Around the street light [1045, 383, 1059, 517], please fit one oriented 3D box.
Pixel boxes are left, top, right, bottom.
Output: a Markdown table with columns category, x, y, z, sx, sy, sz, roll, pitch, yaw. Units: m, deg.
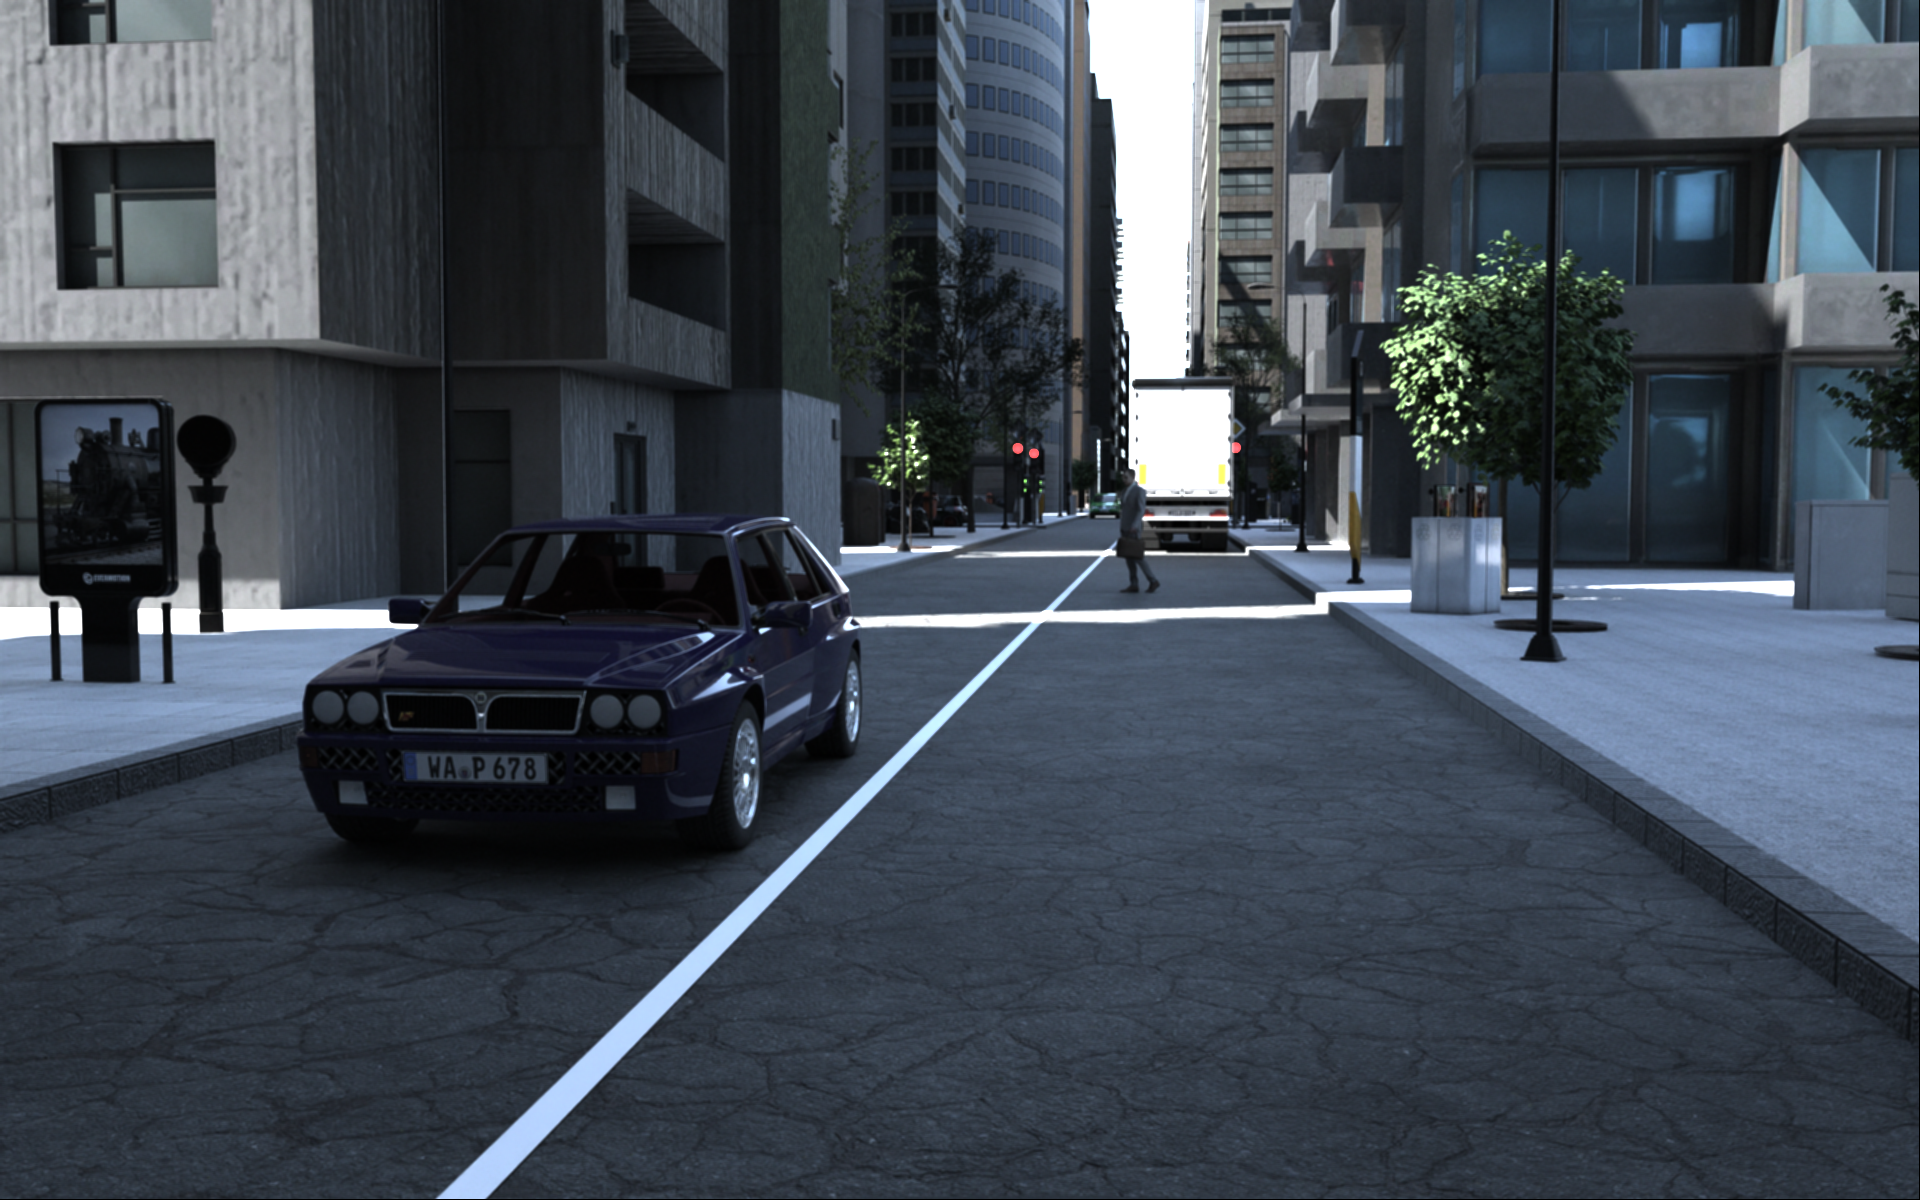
| category | x | y | z | sx | sy | sz | roll | pitch | yaw |
| --- | --- | --- | --- | --- | --- | --- | --- | --- | --- |
| street light | 3.261 | -6.116 | 72.533 | 1.470 | 5.913 | 1.316 | 0 | 4 | 7 |

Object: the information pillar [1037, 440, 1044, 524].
| category | x | y | z | sx | sy | sz | roll | pitch | yaw |
| --- | --- | --- | --- | --- | --- | --- | --- | --- | --- |
| information pillar | 3.544 | -5.140 | 75.387 | 0.183 | 3.616 | 0.504 | -1 | 4 | -17 |

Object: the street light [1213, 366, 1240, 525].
| category | x | y | z | sx | sy | sz | roll | pitch | yaw |
| --- | --- | --- | --- | --- | --- | --- | --- | --- | --- |
| street light | 9.895 | -5.534 | 63.021 | 1.470 | 5.913 | 1.316 | 0 | 4 | 7 |

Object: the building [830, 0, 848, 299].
| category | x | y | z | sx | sy | sz | roll | pitch | yaw |
| --- | --- | --- | --- | --- | --- | --- | --- | --- | --- |
| building | -18.659 | -28.335 | 52.522 | 27.495 | 52.752 | 28.713 | 0 | 4 | 7 |

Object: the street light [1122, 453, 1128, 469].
| category | x | y | z | sx | sy | sz | roll | pitch | yaw |
| --- | --- | --- | --- | --- | --- | --- | --- | --- | --- |
| street light | 18.115 | -13.773 | 197.735 | 1.470 | 5.913 | 1.316 | 0 | 4 | 7 |

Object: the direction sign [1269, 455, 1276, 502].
| category | x | y | z | sx | sy | sz | roll | pitch | yaw |
| --- | --- | --- | --- | --- | --- | --- | --- | --- | --- |
| direction sign | 18.268 | -6.622 | 100.263 | 0.876 | 3.537 | 0.379 | -1 | 4 | -12 |

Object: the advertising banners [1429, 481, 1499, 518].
| category | x | y | z | sx | sy | sz | roll | pitch | yaw |
| --- | --- | --- | --- | --- | --- | --- | --- | --- | --- |
| advertising banners | 7.435 | -1.756 | 24.900 | 2.074 | 3.025 | 0.090 | -3 | 4 | -37 |

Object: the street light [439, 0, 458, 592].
| category | x | y | z | sx | sy | sz | roll | pitch | yaw |
| --- | --- | --- | --- | --- | --- | --- | --- | --- | --- |
| street light | -3.711 | -2.551 | 14.253 | 1.470 | 5.913 | 1.316 | 0 | 4 | 7 |

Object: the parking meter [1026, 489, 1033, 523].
| category | x | y | z | sx | sy | sz | roll | pitch | yaw |
| --- | --- | --- | --- | --- | --- | --- | --- | --- | --- |
| parking meter | 3.070 | -4.236 | 77.664 | 0.372 | 1.533 | 0.369 | 0 | 3 | 0 |

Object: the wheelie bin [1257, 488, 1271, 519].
| category | x | y | z | sx | sy | sz | roll | pitch | yaw |
| --- | --- | --- | --- | --- | --- | --- | --- | --- | --- |
| wheelie bin | 15.277 | -4.869 | 87.520 | 0.980 | 1.594 | 0.693 | 2 | 4 | 33 |

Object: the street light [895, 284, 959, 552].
| category | x | y | z | sx | sy | sz | roll | pitch | yaw |
| --- | --- | --- | --- | --- | --- | --- | --- | --- | --- |
| street light | -0.718 | -4.030 | 38.437 | 1.470 | 5.913 | 1.316 | 0 | 4 | 7 |

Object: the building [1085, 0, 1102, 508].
| category | x | y | z | sx | sy | sz | roll | pitch | yaw |
| --- | --- | --- | --- | --- | --- | --- | --- | --- | --- |
| building | 3.656 | -52.873 | 177.139 | 22.319 | 86.520 | 31.000 | 0 | 4 | 7 |

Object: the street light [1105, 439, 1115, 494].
| category | x | y | z | sx | sy | sz | roll | pitch | yaw |
| --- | --- | --- | --- | --- | --- | --- | --- | --- | --- |
| street light | 12.347 | -10.765 | 148.551 | 1.470 | 5.913 | 1.316 | 0 | 4 | 7 |

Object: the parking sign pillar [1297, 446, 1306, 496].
| category | x | y | z | sx | sy | sz | roll | pitch | yaw |
| --- | --- | --- | --- | --- | --- | --- | --- | --- | --- |
| parking sign pillar | 19.332 | -6.573 | 95.934 | 1.447 | 3.967 | 1.447 | 1 | 4 | 16 |

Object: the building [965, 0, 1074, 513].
| category | x | y | z | sx | sy | sz | roll | pitch | yaw |
| --- | --- | --- | --- | --- | --- | --- | --- | --- | --- |
| building | -3.289 | -35.448 | 121.577 | 21.231 | 58.520 | 28.212 | 0 | 4 | 7 |

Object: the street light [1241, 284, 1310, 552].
| category | x | y | z | sx | sy | sz | roll | pitch | yaw |
| --- | --- | --- | --- | --- | --- | --- | --- | --- | --- |
| street light | 7.047 | -4.023 | 38.309 | 1.470 | 5.913 | 1.316 | 0 | 4 | 7 |

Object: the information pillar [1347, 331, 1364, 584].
| category | x | y | z | sx | sy | sz | roll | pitch | yaw |
| --- | --- | --- | --- | --- | --- | --- | --- | --- | --- |
| information pillar | 5.656 | -2.041 | 24.727 | 0.183 | 3.616 | 0.504 | 2 | 4 | 24 |

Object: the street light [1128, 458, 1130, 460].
| category | x | y | z | sx | sy | sz | roll | pitch | yaw |
| --- | --- | --- | --- | --- | --- | --- | --- | --- | --- |
| street light | 21.969 | -15.819 | 231.180 | 1.470 | 5.913 | 1.316 | 0 | 4 | 7 |

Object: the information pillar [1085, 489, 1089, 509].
| category | x | y | z | sx | sy | sz | roll | pitch | yaw |
| --- | --- | --- | --- | --- | --- | --- | --- | --- | --- |
| information pillar | 10.841 | -8.755 | 147.636 | 0.304 | 2.012 | 0.304 | 0 | 4 | -4 |

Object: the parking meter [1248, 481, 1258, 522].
| category | x | y | z | sx | sy | sz | roll | pitch | yaw |
| --- | --- | --- | --- | --- | --- | --- | --- | --- | --- |
| parking meter | 13.228 | -4.436 | 78.237 | 0.399 | 1.863 | 0.255 | 0 | 4 | -4 |

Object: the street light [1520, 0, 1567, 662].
| category | x | y | z | sx | sy | sz | roll | pitch | yaw |
| --- | --- | --- | --- | --- | --- | --- | --- | --- | --- |
| street light | 3.976 | -2.492 | 13.285 | 1.470 | 5.913 | 1.316 | 0 | 4 | 7 |

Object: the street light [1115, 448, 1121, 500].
| category | x | y | z | sx | sy | sz | roll | pitch | yaw |
| --- | --- | --- | --- | --- | --- | --- | --- | --- | --- |
| street light | 15.151 | -12.261 | 173.008 | 1.470 | 5.913 | 1.316 | 0 | 4 | 7 |

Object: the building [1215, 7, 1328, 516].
| category | x | y | z | sx | sy | sz | roll | pitch | yaw |
| --- | --- | --- | --- | --- | --- | --- | --- | --- | --- |
| building | 22.790 | -20.488 | 106.676 | 14.160 | 30.474 | 14.107 | 0 | 4 | 7 |

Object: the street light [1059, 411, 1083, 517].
| category | x | y | z | sx | sy | sz | roll | pitch | yaw |
| --- | --- | --- | --- | --- | --- | --- | --- | --- | --- |
| street light | 6.160 | -7.613 | 97.018 | 1.470 | 5.913 | 1.316 | 0 | 4 | 7 |

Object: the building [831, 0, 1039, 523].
| category | x | y | z | sx | sy | sz | roll | pitch | yaw |
| --- | --- | --- | --- | --- | --- | --- | --- | --- | --- |
| building | -12.613 | -24.055 | 85.175 | 32.217 | 40.220 | 23.993 | 0 | 4 | 7 |

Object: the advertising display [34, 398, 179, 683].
| category | x | y | z | sx | sy | sz | roll | pitch | yaw |
| --- | --- | --- | --- | --- | --- | --- | --- | --- | --- |
| advertising display | -5.800 | -0.402 | 11.783 | 0.974 | 1.923 | 0.123 | 1 | 4 | 10 |

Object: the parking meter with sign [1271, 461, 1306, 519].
| category | x | y | z | sx | sy | sz | roll | pitch | yaw |
| --- | --- | --- | --- | --- | --- | --- | --- | --- | --- |
| parking meter with sign | 17.225 | -5.792 | 90.961 | 1.738 | 3.016 | 0.543 | 2 | 4 | 32 |

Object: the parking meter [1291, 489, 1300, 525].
| category | x | y | z | sx | sy | sz | roll | pitch | yaw |
| --- | --- | --- | --- | --- | --- | --- | --- | --- | --- |
| parking meter | 13.904 | -3.872 | 71.712 | 0.372 | 1.533 | 0.369 | 0 | 3 | 0 |

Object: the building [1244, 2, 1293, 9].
| category | x | y | z | sx | sy | sz | roll | pitch | yaw |
| --- | --- | --- | --- | --- | --- | --- | --- | --- | --- |
| building | 33.600 | -26.936 | 132.290 | 32.217 | 40.220 | 23.993 | 0 | 4 | 7 |

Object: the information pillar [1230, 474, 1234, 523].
| category | x | y | z | sx | sy | sz | roll | pitch | yaw |
| --- | --- | --- | --- | --- | --- | --- | --- | --- | --- |
| information pillar | 12.015 | -5.181 | 76.067 | 0.183 | 3.616 | 0.504 | -1 | 4 | -15 |

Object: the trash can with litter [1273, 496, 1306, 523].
| category | x | y | z | sx | sy | sz | roll | pitch | yaw |
| --- | --- | --- | --- | --- | --- | --- | --- | --- | --- |
| trash can with litter | 14.981 | -3.996 | 76.390 | 2.233 | 1.210 | 1.678 | 2 | 4 | 28 |

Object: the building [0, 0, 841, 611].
| category | x | y | z | sx | sy | sz | roll | pitch | yaw |
| --- | --- | --- | --- | --- | --- | --- | --- | --- | --- |
| building | -9.930 | -15.457 | 24.418 | 14.160 | 30.474 | 14.107 | 0 | 4 | 7 |

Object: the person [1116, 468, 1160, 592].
| category | x | y | z | sx | sy | sz | roll | pitch | yaw |
| --- | --- | --- | --- | --- | --- | --- | --- | --- | --- |
| person | 2.504 | -1.015 | 25.223 | 0.853 | 1.813 | 0.709 | -2 | 4 | -32 |

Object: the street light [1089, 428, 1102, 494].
| category | x | y | z | sx | sy | sz | roll | pitch | yaw |
| --- | --- | --- | --- | --- | --- | --- | --- | --- | --- |
| street light | 9.101 | -9.141 | 121.999 | 1.470 | 5.913 | 1.316 | 0 | 4 | 7 |

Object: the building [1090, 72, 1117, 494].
| category | x | y | z | sx | sy | sz | roll | pitch | yaw |
| --- | --- | --- | --- | --- | --- | --- | --- | --- | --- |
| building | 7.463 | -35.510 | 204.283 | 21.300 | 48.544 | 21.600 | 0 | 4 | 7 |

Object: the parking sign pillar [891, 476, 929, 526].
| category | x | y | z | sx | sy | sz | roll | pitch | yaw |
| --- | --- | --- | --- | --- | --- | --- | --- | --- | --- |
| parking sign pillar | -1.877 | -4.618 | 63.973 | 1.447 | 3.967 | 1.447 | 1 | 4 | 9 |

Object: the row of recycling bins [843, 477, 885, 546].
| category | x | y | z | sx | sy | sz | roll | pitch | yaw |
| --- | --- | --- | --- | --- | --- | --- | --- | --- | --- |
| row of recycling bins | -2.476 | -2.282 | 44.423 | 1.069 | 1.692 | 3.534 | 0 | 4 | 1 |

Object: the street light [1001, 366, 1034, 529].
| category | x | y | z | sx | sy | sz | roll | pitch | yaw |
| --- | --- | --- | --- | --- | --- | --- | --- | --- | --- |
| street light | 2.191 | -5.533 | 63.002 | 1.470 | 5.913 | 1.316 | 0 | 4 | 7 |

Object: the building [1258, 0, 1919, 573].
| category | x | y | z | sx | sy | sz | roll | pitch | yaw |
| --- | --- | --- | --- | --- | --- | --- | --- | --- | --- |
| building | 19.619 | -25.724 | 40.195 | 23.786 | 49.044 | 30.456 | 0 | 4 | 7 |
